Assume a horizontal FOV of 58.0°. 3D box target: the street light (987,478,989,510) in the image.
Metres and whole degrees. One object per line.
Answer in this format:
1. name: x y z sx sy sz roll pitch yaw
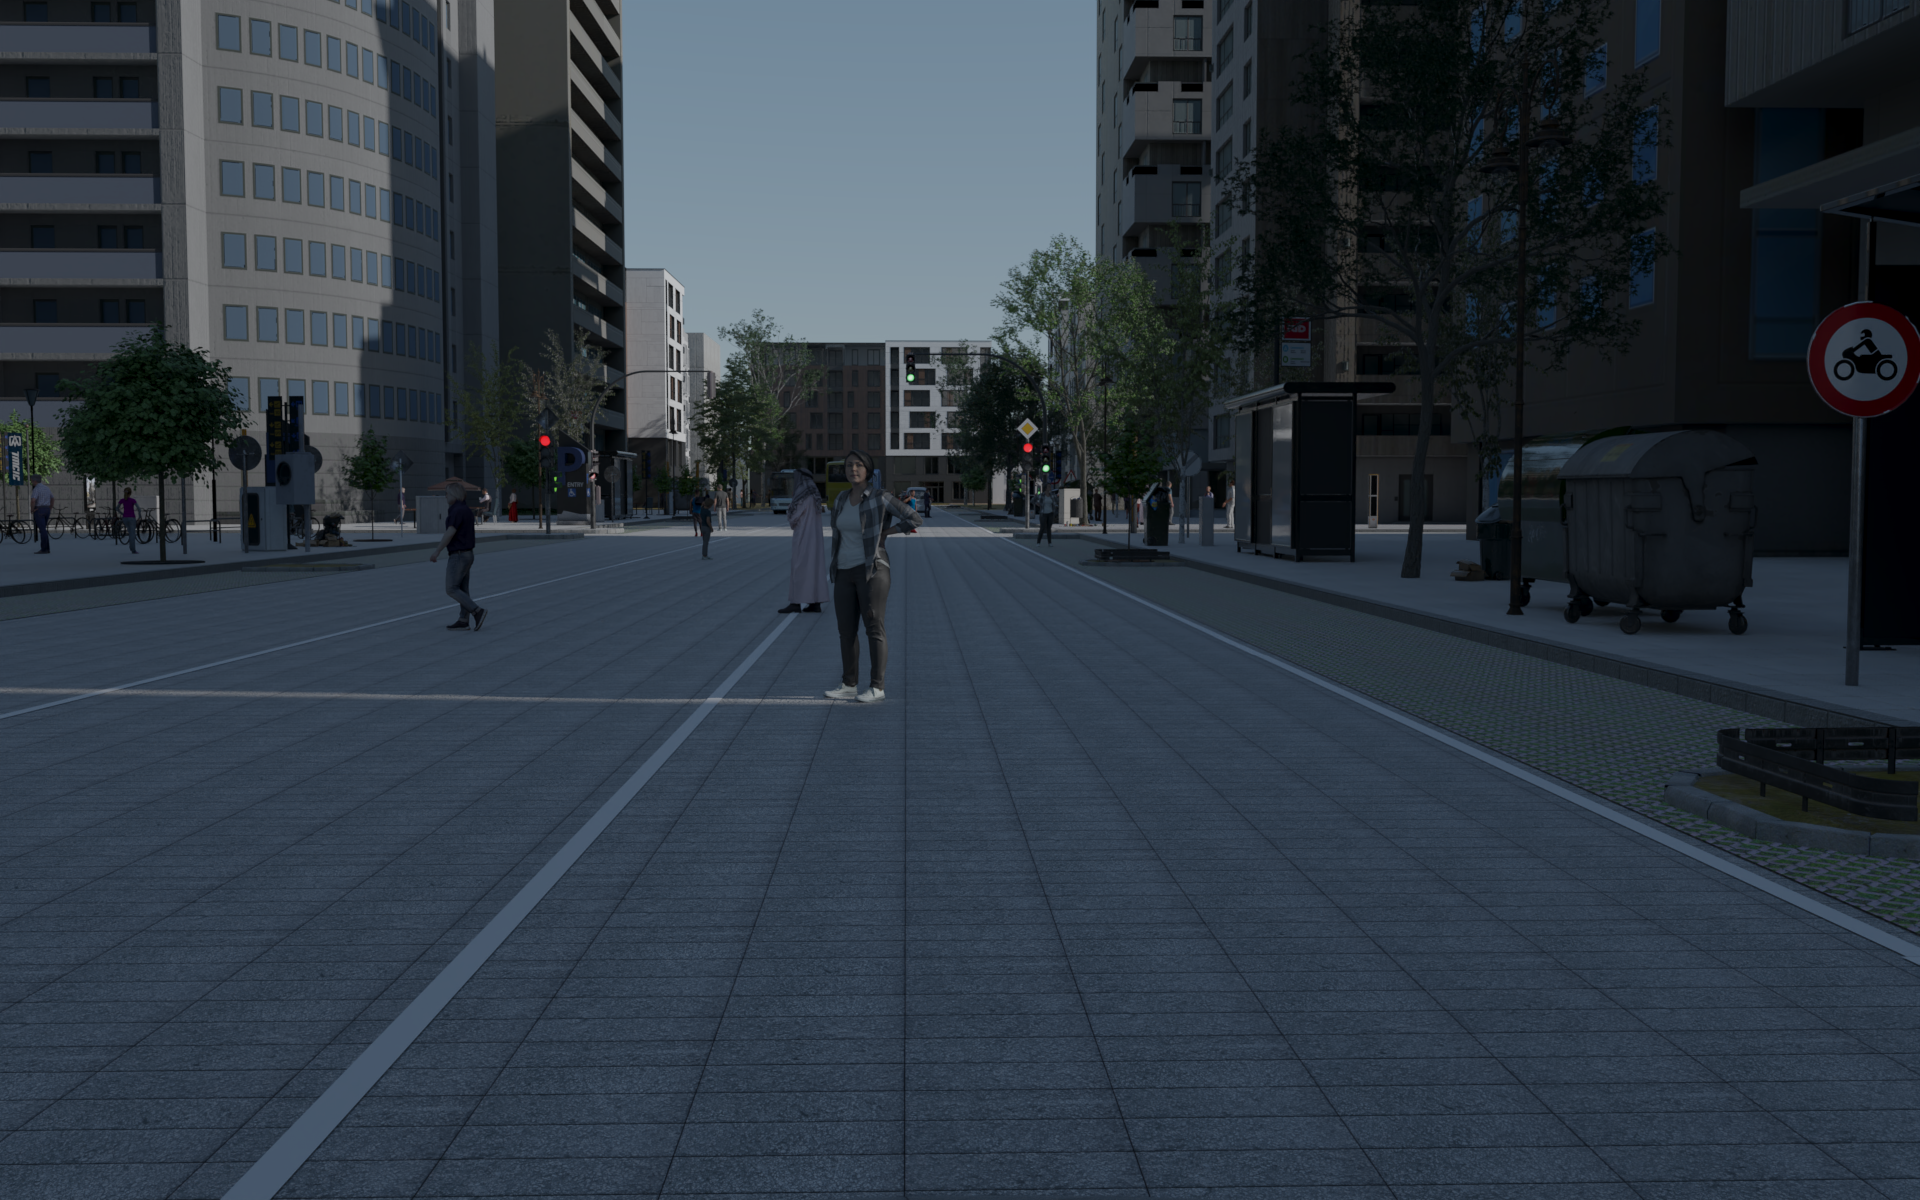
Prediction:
1. street light: 2.265 -10.124 138.322 0.468 5.910 1.993 0 4 -2

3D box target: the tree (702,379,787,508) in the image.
1. tree: -19.337 -14.042 155.338 9.928 11.665 9.643 0 3 0

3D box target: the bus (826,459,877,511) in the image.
1. bus: -7.528 -7.855 119.972 2.896 3.916 12.252 0 4 0

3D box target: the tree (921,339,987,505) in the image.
1. tree: 1.492 -21.580 208.716 12.611 20.169 13.585 0 3 0

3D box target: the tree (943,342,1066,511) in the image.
1. tree: 3.678 -13.047 130.327 9.611 12.733 9.660 0 3 0

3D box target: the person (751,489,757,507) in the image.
1. person: -20.833 -10.263 174.285 0.683 1.767 0.568 -1 4 -20

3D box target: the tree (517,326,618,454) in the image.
1. tree: -16.960 -7.632 75.146 4.360 8.622 3.978 0 3 0

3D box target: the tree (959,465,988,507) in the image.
1. tree: 1.532 -11.844 177.361 4.285 4.588 4.351 0 3 0

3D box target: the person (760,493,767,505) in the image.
1. person: -23.163 -12.142 205.089 1.217 1.766 0.721 -2 4 -33

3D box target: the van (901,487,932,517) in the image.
1. van: -2.744 -6.325 110.418 2.013 2.044 4.112 0 4 -1

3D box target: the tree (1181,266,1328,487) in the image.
1. tree: 9.546 -6.308 53.495 4.360 8.622 3.978 0 3 0

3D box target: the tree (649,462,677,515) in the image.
1. tree: -17.834 -6.738 104.765 1.663 3.219 1.824 0 3 0

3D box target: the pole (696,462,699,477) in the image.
1. pole: -16.781 -7.150 110.749 0.158 3.312 0.155 0 3 0

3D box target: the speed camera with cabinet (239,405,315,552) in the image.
1. speed camera with cabinet: -15.246 -2.708 38.617 2.038 3.252 0.660 2 4 35

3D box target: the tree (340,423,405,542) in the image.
1. tree: -15.831 -3.203 46.963 1.663 3.219 1.824 0 3 0

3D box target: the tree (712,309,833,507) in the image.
1. tree: -19.174 -19.511 174.887 12.611 20.169 13.585 0 3 0

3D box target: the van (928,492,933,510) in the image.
1. van: -3.448 -9.205 157.516 2.013 2.044 4.112 0 4 -1

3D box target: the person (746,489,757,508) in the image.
1. person: -19.692 -9.594 163.623 1.217 1.735 0.721 -1 4 -10

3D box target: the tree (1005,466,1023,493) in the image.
1. tree: 3.836 -7.661 119.864 1.663 3.219 1.824 0 3 0

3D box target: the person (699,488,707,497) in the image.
1. person: -20.777 -8.275 141.478 1.348 1.807 0.705 0 4 -8

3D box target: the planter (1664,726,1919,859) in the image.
1. planter: 4.255 0.826 7.636 1.991 0.319 1.994 0 4 -2

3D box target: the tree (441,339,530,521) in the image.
1. tree: -22.063 -8.030 81.660 4.737 8.622 4.395 0 3 0

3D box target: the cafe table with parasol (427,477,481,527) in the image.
1. cafe table with parasol: -19.851 -3.864 68.041 2.610 1.966 2.610 3 5 43

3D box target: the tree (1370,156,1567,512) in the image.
1. tree: 10.980 -5.280 36.683 4.360 8.622 3.978 0 3 0

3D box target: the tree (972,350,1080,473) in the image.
1. tree: 4.213 -10.823 111.376 7.601 10.594 8.767 2 4 30

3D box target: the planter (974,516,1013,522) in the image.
1. planter: 1.721 -4.195 89.736 1.991 0.319 1.994 0 4 -2

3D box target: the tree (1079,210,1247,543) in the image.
1. tree: 5.616 -5.787 44.984 4.737 8.622 4.395 0 3 0

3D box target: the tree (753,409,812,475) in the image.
1. tree: -19.722 -15.644 190.186 7.601 10.594 8.767 -1 4 -10

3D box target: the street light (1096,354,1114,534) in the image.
1. street light: 4.676 -5.074 55.749 0.468 5.910 1.993 0 4 -2

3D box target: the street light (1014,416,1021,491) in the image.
1. street light: 3.386 -7.850 101.141 0.468 5.910 1.993 0 4 -2

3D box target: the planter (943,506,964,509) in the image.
1. planter: -0.652 -8.892 166.515 1.991 0.319 1.994 0 4 -2

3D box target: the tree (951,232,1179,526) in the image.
1. tree: 4.847 -8.830 70.122 9.928 11.665 9.643 0 3 0

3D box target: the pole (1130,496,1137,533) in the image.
1. pole: 5.674 -3.832 56.503 0.158 3.312 0.155 0 3 0

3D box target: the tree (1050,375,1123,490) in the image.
1. tree: 7.472 -9.254 101.671 4.360 8.622 3.978 0 3 0

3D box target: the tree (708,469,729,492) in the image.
1. tree: -18.670 -8.574 134.793 1.663 3.219 1.824 0 3 0

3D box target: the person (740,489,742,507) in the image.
1. person: -21.088 -9.863 168.011 0.721 1.736 1.217 0 4 7

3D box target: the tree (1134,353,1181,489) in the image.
1. tree: 9.852 -7.828 78.350 4.360 8.622 3.978 0 3 0

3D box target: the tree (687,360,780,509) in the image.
1. tree: -19.026 -13.926 145.811 7.486 12.596 7.792 0 3 0

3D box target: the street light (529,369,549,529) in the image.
1. street light: -15.536 -5.578 63.996 0.468 5.910 1.993 0 4 -2

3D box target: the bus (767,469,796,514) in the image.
1. bus: -12.240 -8.040 126.308 2.948 3.499 13.247 0 4 -3

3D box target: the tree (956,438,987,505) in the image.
1. tree: 1.534 -15.235 199.454 4.737 8.622 4.395 0 3 0

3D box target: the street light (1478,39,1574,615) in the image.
1. street light: 5.905 -2.780 18.248 0.468 5.910 1.993 0 4 -2

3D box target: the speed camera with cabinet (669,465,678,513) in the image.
1. speed camera with cabinet: -19.217 -7.451 116.153 0.660 3.252 2.038 1 4 9

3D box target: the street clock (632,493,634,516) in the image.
1. street clock: -19.127 -5.880 100.701 0.358 2.002 0.471 0 4 0

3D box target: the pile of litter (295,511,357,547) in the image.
1. pile of litter: -15.506 -1.734 42.308 1.719 0.858 1.176 3 5 44

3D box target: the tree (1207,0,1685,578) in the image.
1. tree: 7.200 -5.605 26.050 7.601 10.594 8.767 2 4 29

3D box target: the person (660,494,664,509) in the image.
1. person: -24.778 -8.356 144.129 0.415 1.643 0.593 0 4 0

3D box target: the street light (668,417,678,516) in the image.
1. street light: -16.735 -7.853 101.186 0.468 5.910 1.993 0 4 -2

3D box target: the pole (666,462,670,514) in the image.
1. pole: -18.357 -7.025 108.698 0.158 3.312 0.155 0 3 0

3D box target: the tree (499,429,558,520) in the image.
1. tree: -21.557 -6.344 87.431 4.285 4.588 4.351 0 3 0

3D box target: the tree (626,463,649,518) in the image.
1. tree: -17.716 -5.984 92.447 1.663 3.219 1.824 0 3 0

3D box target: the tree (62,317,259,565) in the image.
1. tree: -14.695 -2.952 31.983 4.285 4.588 4.351 0 3 0

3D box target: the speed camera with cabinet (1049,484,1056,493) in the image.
1. speed camera with cabinet: 5.096 -6.185 95.457 0.660 3.252 2.038 -1 4 -11

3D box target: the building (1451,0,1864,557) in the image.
1. building: 20.901 -23.881 40.564 14.600 45.320 14.200 0 4 -2

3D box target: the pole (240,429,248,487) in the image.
1. pole: -22.447 -3.700 54.330 0.158 3.312 0.155 0 3 0
